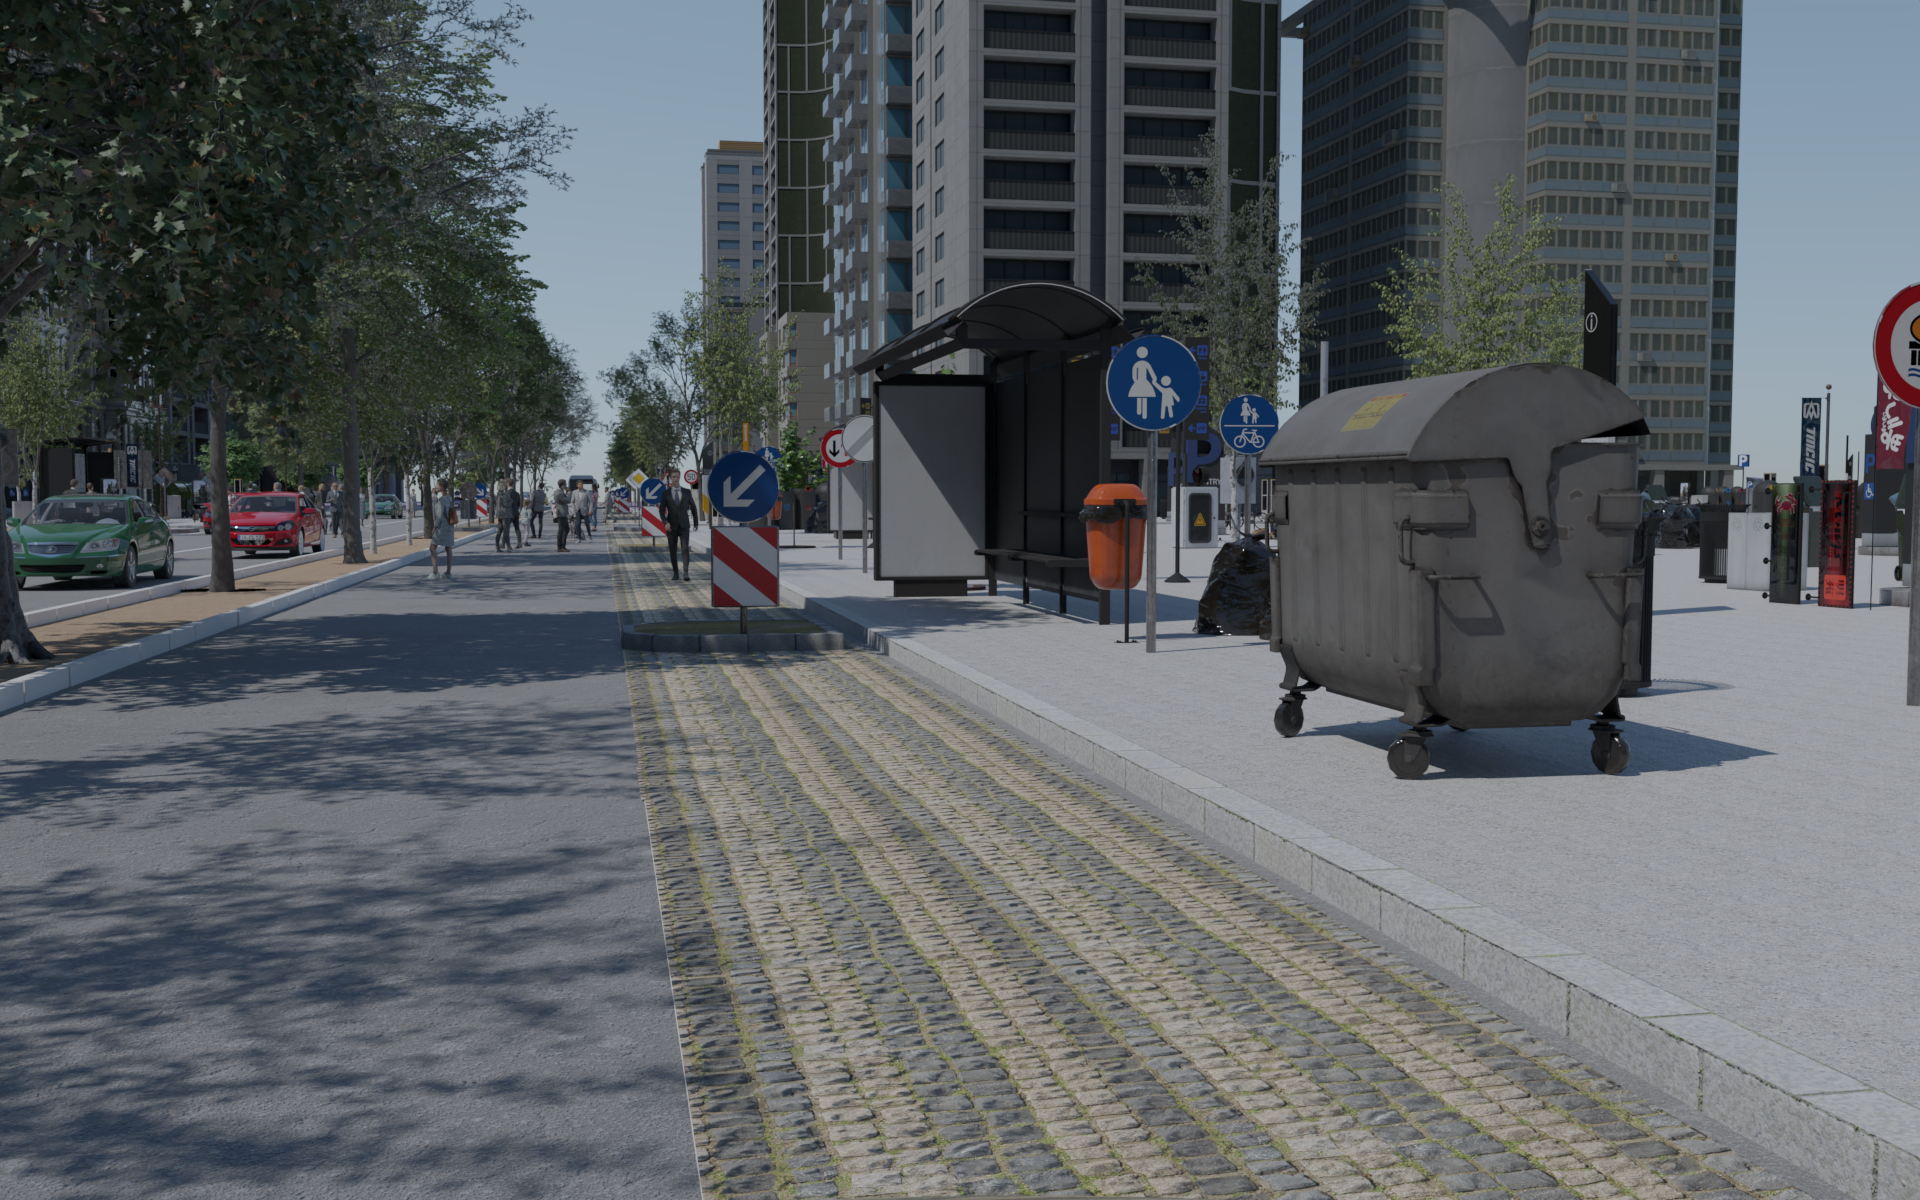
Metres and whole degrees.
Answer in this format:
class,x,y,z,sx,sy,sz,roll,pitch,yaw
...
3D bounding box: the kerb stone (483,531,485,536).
class,x,y,z,sx,sy,sz,roll,pitch,yaw
kerb stone,-15.956,-2.159,57.498,0.120,0.150,1.000,-1,4,-12

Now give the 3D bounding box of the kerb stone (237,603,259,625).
class,x,y,z,sx,sy,sz,roll,pitch,yaw
kerb stone,-8.028,0.173,19.373,0.120,0.150,1.000,-1,4,-12

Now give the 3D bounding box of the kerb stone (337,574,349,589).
class,x,y,z,sx,sy,sz,roll,pitch,yaw
kerb stone,-9.493,-0.257,26.403,0.120,0.150,1.000,-1,4,-12

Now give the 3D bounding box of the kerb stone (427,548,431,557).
class,x,y,z,sx,sy,sz,roll,pitch,yaw
kerb stone,-12.198,-1.051,39.430,0.120,0.150,1.000,-1,4,-12

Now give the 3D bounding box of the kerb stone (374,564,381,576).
class,x,y,z,sx,sy,sz,roll,pitch,yaw
kerb stone,-10.329,-0.502,30.410,0.120,0.150,1.000,-1,4,-12

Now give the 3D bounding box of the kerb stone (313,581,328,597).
class,x,y,z,sx,sy,sz,roll,pitch,yaw
kerb stone,-9.077,-0.134,24.389,0.120,0.150,1.000,-1,4,-12

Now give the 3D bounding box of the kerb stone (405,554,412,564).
class,x,y,z,sx,sy,sz,roll,pitch,yaw
kerb stone,-11.368,-0.807,35.419,0.120,0.150,1.000,-1,4,-12

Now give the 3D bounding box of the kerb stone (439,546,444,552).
class,x,y,z,sx,sy,sz,roll,pitch,yaw
kerb stone,-12.825,-1.238,42.437,0.120,0.150,1.000,-1,4,-12

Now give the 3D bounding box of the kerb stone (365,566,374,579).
class,x,y,z,sx,sy,sz,roll,pitch,yaw
kerb stone,-10.117,-0.441,29.410,0.120,0.150,1.000,-1,4,-12

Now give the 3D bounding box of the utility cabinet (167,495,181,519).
class,x,y,z,sx,sy,sz,roll,pitch,yaw
utility cabinet,-40.540,-4.783,89.366,0.306,1.237,1.020,0,4,-2

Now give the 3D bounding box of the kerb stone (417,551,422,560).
class,x,y,z,sx,sy,sz,roll,pitch,yaw
kerb stone,-11.784,-0.931,37.422,0.120,0.150,1.000,-1,4,-12

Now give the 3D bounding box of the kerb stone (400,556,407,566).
class,x,y,z,sx,sy,sz,roll,pitch,yaw
kerb stone,-11.162,-0.745,34.418,0.120,0.150,1.000,-1,4,-12

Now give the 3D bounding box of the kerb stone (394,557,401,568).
class,x,y,z,sx,sy,sz,roll,pitch,yaw
kerb stone,-10.952,-0.686,33.417,0.120,0.150,1.000,-1,4,-12

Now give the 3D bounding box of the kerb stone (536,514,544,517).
class,x,y,z,sx,sy,sz,roll,pitch,yaw
kerb stone,-27.950,-5.689,115.242,0.120,0.150,1.000,-1,4,-12

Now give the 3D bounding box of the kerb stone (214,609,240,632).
class,x,y,z,sx,sy,sz,roll,pitch,yaw
kerb stone,-7.828,0.234,18.366,0.120,0.150,1.000,-1,4,-12

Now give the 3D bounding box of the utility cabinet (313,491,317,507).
class,x,y,z,sx,sy,sz,roll,pitch,yaw
utility cabinet,-51.573,-7.915,138.088,1.173,1.500,0.318,1,4,18

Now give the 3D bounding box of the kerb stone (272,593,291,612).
class,x,y,z,sx,sy,sz,roll,pitch,yaw
kerb stone,-8.448,0.050,21.382,0.120,0.150,1.000,-1,4,-12

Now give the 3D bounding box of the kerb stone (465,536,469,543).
class,x,y,z,sx,sy,sz,roll,pitch,yaw
kerb stone,-14.491,-1.728,50.460,0.120,0.150,1.000,-1,4,-12

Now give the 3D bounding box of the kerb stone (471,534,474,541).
class,x,y,z,sx,sy,sz,roll,pitch,yaw
kerb stone,-14.912,-1.852,52.469,0.120,0.150,1.000,-1,4,-12

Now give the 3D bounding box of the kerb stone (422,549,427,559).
class,x,y,z,sx,sy,sz,roll,pitch,yaw
kerb stone,-11.996,-0.993,38.425,0.120,0.150,1.000,-1,4,-12

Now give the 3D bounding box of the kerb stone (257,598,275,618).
class,x,y,z,sx,sy,sz,roll,pitch,yaw
kerb stone,-8.244,0.115,20.380,0.120,0.150,1.000,-1,4,-12

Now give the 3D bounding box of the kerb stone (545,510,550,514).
class,x,y,z,sx,sy,sz,roll,pitch,yaw
kerb stone,-30.879,-6.550,129.292,0.120,0.150,1.000,-1,4,-12

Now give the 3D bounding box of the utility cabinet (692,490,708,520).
class,x,y,z,sx,sy,sz,roll,pitch,yaw
utility cabinet,-12.672,-4.704,85.586,1.173,1.500,0.318,1,4,23

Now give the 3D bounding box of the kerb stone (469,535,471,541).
class,x,y,z,sx,sy,sz,roll,pitch,yaw
kerb stone,-14.699,-1.781,51.462,0.120,0.150,1.000,-1,4,-12

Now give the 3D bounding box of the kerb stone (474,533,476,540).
class,x,y,z,sx,sy,sz,roll,pitch,yaw
kerb stone,-15.121,-1.913,53.470,0.120,0.150,1.000,-1,4,-12

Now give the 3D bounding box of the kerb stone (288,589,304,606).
class,x,y,z,sx,sy,sz,roll,pitch,yaw
kerb stone,-8.655,-0.011,22.383,0.120,0.150,1.000,-1,4,-12

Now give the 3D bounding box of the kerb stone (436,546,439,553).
class,x,y,z,sx,sy,sz,roll,pitch,yaw
kerb stone,-12.624,-1.177,41.435,0.120,0.150,1.000,-1,4,-12

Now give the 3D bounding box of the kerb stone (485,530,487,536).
class,x,y,z,sx,sy,sz,roll,pitch,yaw
kerb stone,-16.168,-2.220,58.498,0.120,0.150,1.000,-1,4,-12

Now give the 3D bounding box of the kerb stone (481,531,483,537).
class,x,y,z,sx,sy,sz,roll,pitch,yaw
kerb stone,-15.751,-2.097,56.495,0.120,0.150,1.000,-1,4,-12

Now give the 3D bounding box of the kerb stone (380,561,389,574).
class,x,y,z,sx,sy,sz,roll,pitch,yaw
kerb stone,-10.531,-0.564,31.415,0.120,0.150,1.000,-1,4,-12

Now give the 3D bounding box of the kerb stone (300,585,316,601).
class,x,y,z,sx,sy,sz,roll,pitch,yaw
kerb stone,-8.875,-0.071,23.384,0.120,0.150,1.000,-1,4,-12

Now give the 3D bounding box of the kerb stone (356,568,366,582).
class,x,y,z,sx,sy,sz,roll,pitch,yaw
kerb stone,-9.911,-0.380,28.409,0.120,0.150,1.000,-1,4,-12

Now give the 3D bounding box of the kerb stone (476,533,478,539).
class,x,y,z,sx,sy,sz,roll,pitch,yaw
kerb stone,-15.330,-1.974,54.474,0.120,0.150,1.000,-1,4,-12

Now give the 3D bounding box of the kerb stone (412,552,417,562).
class,x,y,z,sx,sy,sz,roll,pitch,yaw
kerb stone,-11.579,-0.870,36.421,0.120,0.150,1.000,-1,4,-12

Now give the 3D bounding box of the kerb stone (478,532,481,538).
class,x,y,z,sx,sy,sz,roll,pitch,yaw
kerb stone,-15.531,-2.036,55.477,0.120,0.150,1.000,-1,4,-12

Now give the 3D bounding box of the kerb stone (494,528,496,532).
class,x,y,z,sx,sy,sz,roll,pitch,yaw
kerb stone,-17.205,-2.527,63.515,0.120,0.150,1.000,-1,4,-12

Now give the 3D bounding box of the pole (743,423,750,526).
class,x,y,z,sx,sy,sz,roll,pitch,yaw
pole,-6.149,-3.426,49.857,0.158,3.312,0.155,0,3,0

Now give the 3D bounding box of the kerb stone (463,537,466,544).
class,x,y,z,sx,sy,sz,roll,pitch,yaw
kerb stone,-14.287,-1.667,49.458,0.120,0.150,1.000,-1,4,-12

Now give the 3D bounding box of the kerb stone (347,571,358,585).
class,x,y,z,sx,sy,sz,roll,pitch,yaw
kerb stone,-9.699,-0.317,27.409,0.120,0.150,1.000,-1,4,-12

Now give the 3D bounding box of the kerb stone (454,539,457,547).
class,x,y,z,sx,sy,sz,roll,pitch,yaw
kerb stone,-13.653,-1.483,46.447,0.120,0.150,1.000,-1,4,-12

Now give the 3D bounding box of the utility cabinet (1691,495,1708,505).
class,x,y,z,sx,sy,sz,roll,pitch,yaw
utility cabinet,38.017,-4.765,89.074,0.306,1.237,1.020,-1,4,-10

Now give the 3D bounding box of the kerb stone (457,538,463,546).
class,x,y,z,sx,sy,sz,roll,pitch,yaw
kerb stone,-14.075,-1.604,48.456,0.120,0.150,1.000,-1,4,-12

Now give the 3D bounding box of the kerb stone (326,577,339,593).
class,x,y,z,sx,sy,sz,roll,pitch,yaw
kerb stone,-9.280,-0.196,25.399,0.120,0.150,1.000,-1,4,-12

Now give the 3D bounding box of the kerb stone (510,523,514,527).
class,x,y,z,sx,sy,sz,roll,pitch,yaw
kerb stone,-20.654,-3.540,80.145,0.120,0.150,1.000,-1,4,-12

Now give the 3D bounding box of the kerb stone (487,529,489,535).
class,x,y,z,sx,sy,sz,roll,pitch,yaw
kerb stone,-16.365,-2.282,59.501,0.120,0.150,1.000,-1,4,-12

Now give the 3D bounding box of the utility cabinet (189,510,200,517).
class,x,y,z,sx,sy,sz,roll,pitch,yaw
utility cabinet,-41.921,-5.320,95.663,1.173,1.500,0.318,0,4,-3

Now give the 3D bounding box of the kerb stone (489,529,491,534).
class,x,y,z,sx,sy,sz,roll,pitch,yaw
kerb stone,-16.579,-2.343,60.503,0.120,0.150,1.000,-1,4,-12

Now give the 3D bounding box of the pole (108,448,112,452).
class,x,y,z,sx,sy,sz,roll,pitch,yaw
pole,-37.846,-5.103,77.272,0.158,3.312,0.155,0,3,0

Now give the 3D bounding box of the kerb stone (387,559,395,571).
class,x,y,z,sx,sy,sz,roll,pitch,yaw
kerb stone,-10.740,-0.625,32.416,0.120,0.150,1.000,-1,4,-12

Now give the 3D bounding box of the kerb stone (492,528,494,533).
class,x,y,z,sx,sy,sz,roll,pitch,yaw
kerb stone,-16.995,-2.466,62.511,0.120,0.150,1.000,-1,4,-12

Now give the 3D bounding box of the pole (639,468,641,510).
class,x,y,z,sx,sy,sz,roll,pitch,yaw
pole,-25.338,-8.741,136.753,0.158,3.312,0.155,0,3,0

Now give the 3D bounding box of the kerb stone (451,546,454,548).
class,x,y,z,sx,sy,sz,roll,pitch,yaw
kerb stone,-13.449,-1.419,45.446,0.120,0.150,1.000,-1,4,-12
